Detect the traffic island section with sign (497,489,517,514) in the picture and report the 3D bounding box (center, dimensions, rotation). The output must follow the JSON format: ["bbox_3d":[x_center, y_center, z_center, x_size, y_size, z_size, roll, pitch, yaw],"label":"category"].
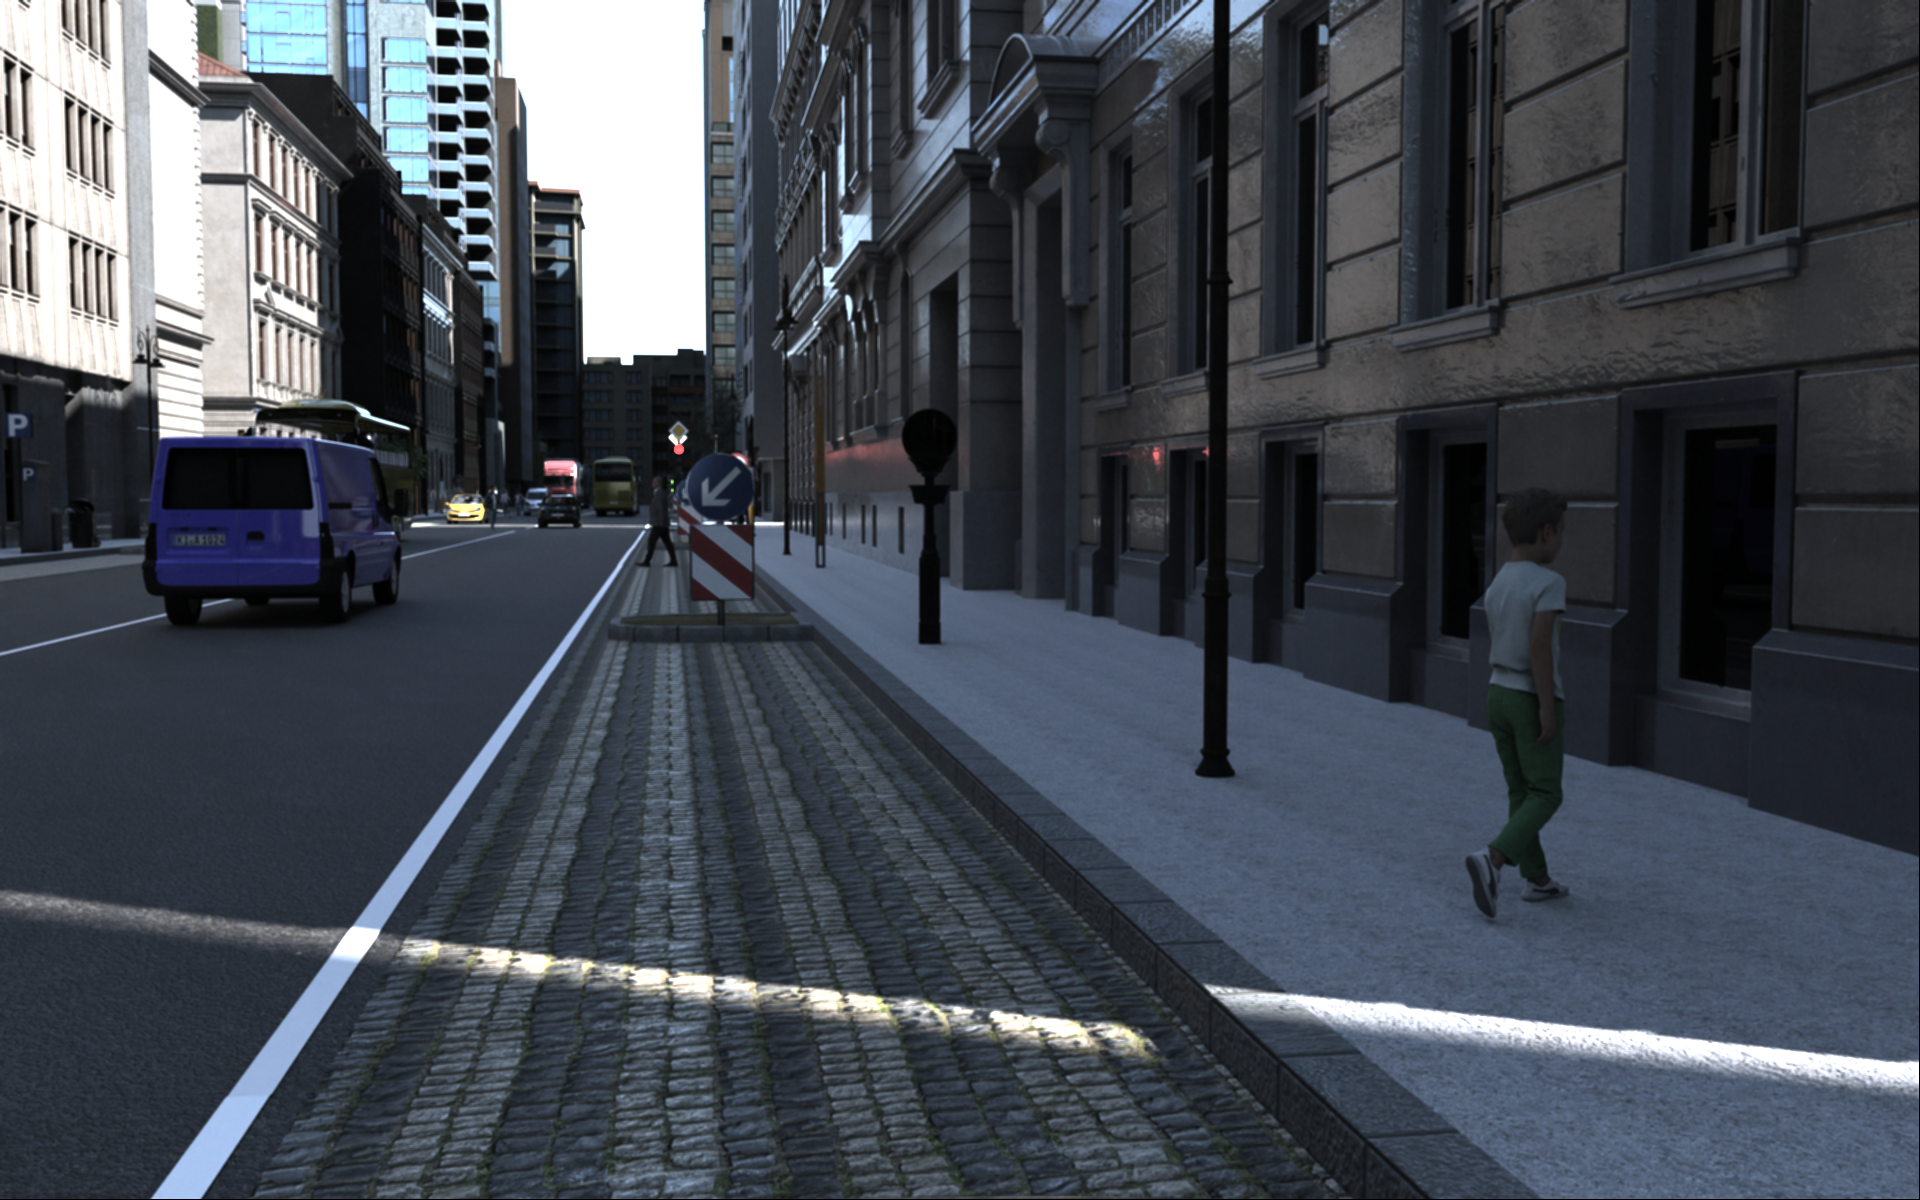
[{"bbox_3d":[-32.667,-7.058,124.020,1.989,1.847,2.006,-1,4,-9],"label":"traffic island section with sign"}]

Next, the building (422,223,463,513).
[{"bbox_3d":[-40.826,-17.209,117.523,11.583,22.565,21.152,-1,4,-9],"label":"building"}]

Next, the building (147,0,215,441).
[{"bbox_3d":[-35.302,-13.841,55.187,19.941,23.489,11.050,-1,4,-9],"label":"building"}]

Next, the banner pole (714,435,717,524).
[{"bbox_3d":[-10.410,-5.121,73.753,0.401,3.779,0.863,-1,4,-14],"label":"banner pole"}]

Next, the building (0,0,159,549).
[{"bbox_3d":[-28.207,-13.601,40.406,12.078,24.808,19.932,-1,4,-9],"label":"building"}]

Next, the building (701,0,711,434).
[{"bbox_3d":[-20.374,-40.846,209.836,21.231,58.520,28.212,-1,4,-9],"label":"building"}]

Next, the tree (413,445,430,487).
[{"bbox_3d":[-29.444,-6.524,90.377,4.285,4.588,4.351,0,3,0],"label":"tree"}]

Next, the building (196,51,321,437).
[{"bbox_3d":[-36.100,-14.968,80.883,11.583,22.565,21.152,-1,4,-9],"label":"building"}]

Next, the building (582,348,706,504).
[{"bbox_3d":[-38.004,-24.484,245.358,28.899,21.520,27.650,-1,4,-9],"label":"building"}]

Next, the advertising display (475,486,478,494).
[{"bbox_3d":[-37.327,-7.862,133.765,0.123,1.923,0.974,-1,4,-12],"label":"advertising display"}]

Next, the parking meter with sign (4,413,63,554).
[{"bbox_3d":[-20.248,-2.550,37.960,0.543,3.016,1.738,0,4,-7],"label":"parking meter with sign"}]

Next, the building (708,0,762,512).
[{"bbox_3d":[-15.513,-30.974,156.533,14.600,45.320,14.200,-1,4,-9],"label":"building"}]

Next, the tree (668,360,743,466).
[{"bbox_3d":[-13.397,-8.804,94.301,4.360,8.622,3.978,0,3,0],"label":"tree"}]

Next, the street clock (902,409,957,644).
[{"bbox_3d":[-0.261,-0.628,14.840,0.471,2.002,0.358,0,4,-2],"label":"street clock"}]

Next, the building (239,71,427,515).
[{"bbox_3d":[-38.186,-16.486,99.225,12.332,23.373,15.834,-1,4,-9],"label":"building"}]

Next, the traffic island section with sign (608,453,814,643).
[{"bbox_3d":[-2.547,-0.545,17.538,1.989,1.847,2.006,-1,4,-9],"label":"traffic island section with sign"}]

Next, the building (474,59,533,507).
[{"bbox_3d":[-52.846,-32.535,182.062,14.600,45.320,14.200,-1,4,-9],"label":"building"}]

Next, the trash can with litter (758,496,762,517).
[{"bbox_3d":[-10.845,-5.144,95.486,0.624,1.170,1.055,0,4,-4],"label":"trash can with litter"}]

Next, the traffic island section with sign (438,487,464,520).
[{"bbox_3d":[-28.208,-5.432,97.435,1.989,1.847,2.006,-1,4,-9],"label":"traffic island section with sign"}]

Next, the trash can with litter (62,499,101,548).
[{"bbox_3d":[-20.868,-1.824,41.211,0.624,1.170,1.055,-1,4,-10],"label":"trash can with litter"}]

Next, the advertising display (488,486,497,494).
[{"bbox_3d":[-36.751,-8.015,136.262,0.123,1.923,0.974,2,4,24],"label":"advertising display"}]

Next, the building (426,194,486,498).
[{"bbox_3d":[-44.419,-18.712,135.613,12.332,23.373,15.834,-1,4,-9],"label":"building"}]

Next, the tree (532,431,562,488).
[{"bbox_3d":[-47.148,-14.921,194.315,4.737,8.622,4.395,0,3,0],"label":"tree"}]

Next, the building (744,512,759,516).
[{"bbox_3d":[-6.591,-27.862,105.648,14.600,45.320,14.200,-1,4,-9],"label":"building"}]

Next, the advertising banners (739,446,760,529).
[{"bbox_3d":[-7.667,-4.076,62.832,0.090,3.025,2.074,1,4,17],"label":"advertising banners"}]

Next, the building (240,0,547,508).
[{"bbox_3d":[-66.229,-54.609,205.536,31.000,86.520,22.319,-1,4,-9],"label":"building"}]

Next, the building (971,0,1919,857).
[{"bbox_3d":[8.438,-13.875,12.755,13.634,28.700,20.117,-1,4,-9],"label":"building"}]

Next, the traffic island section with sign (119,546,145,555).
[{"bbox_3d":[-18.874,-2.018,41.625,1.989,1.847,2.006,-1,4,-9],"label":"traffic island section with sign"}]

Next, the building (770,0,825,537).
[{"bbox_3d":[-0.417,-13.902,56.172,11.050,23.489,19.941,-1,4,-9],"label":"building"}]

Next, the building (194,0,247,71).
[{"bbox_3d":[-95.472,-40.292,200.780,28.212,58.520,21.231,-1,4,-9],"label":"building"}]

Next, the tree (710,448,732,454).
[{"bbox_3d":[-15.931,-8.113,116.365,4.285,4.588,4.351,0,3,0],"label":"tree"}]

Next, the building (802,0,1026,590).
[{"bbox_3d":[4.338,-15.094,34.174,14.401,28.519,23.554,-1,4,-9],"label":"building"}]

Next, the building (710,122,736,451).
[{"bbox_3d":[-12.898,-22.448,138.719,14.160,30.474,14.107,-1,4,-9],"label":"building"}]

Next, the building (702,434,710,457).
[{"bbox_3d":[-15.481,-52.982,178.926,22.319,86.520,31.000,-1,4,-9],"label":"building"}]

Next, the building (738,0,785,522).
[{"bbox_3d":[-3.096,-24.335,81.469,14.086,41.232,14.154,-1,4,-9],"label":"building"}]

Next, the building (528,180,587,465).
[{"bbox_3d":[-66.083,-35.647,237.453,28.867,44.769,22.147,-1,4,-9],"label":"building"}]
